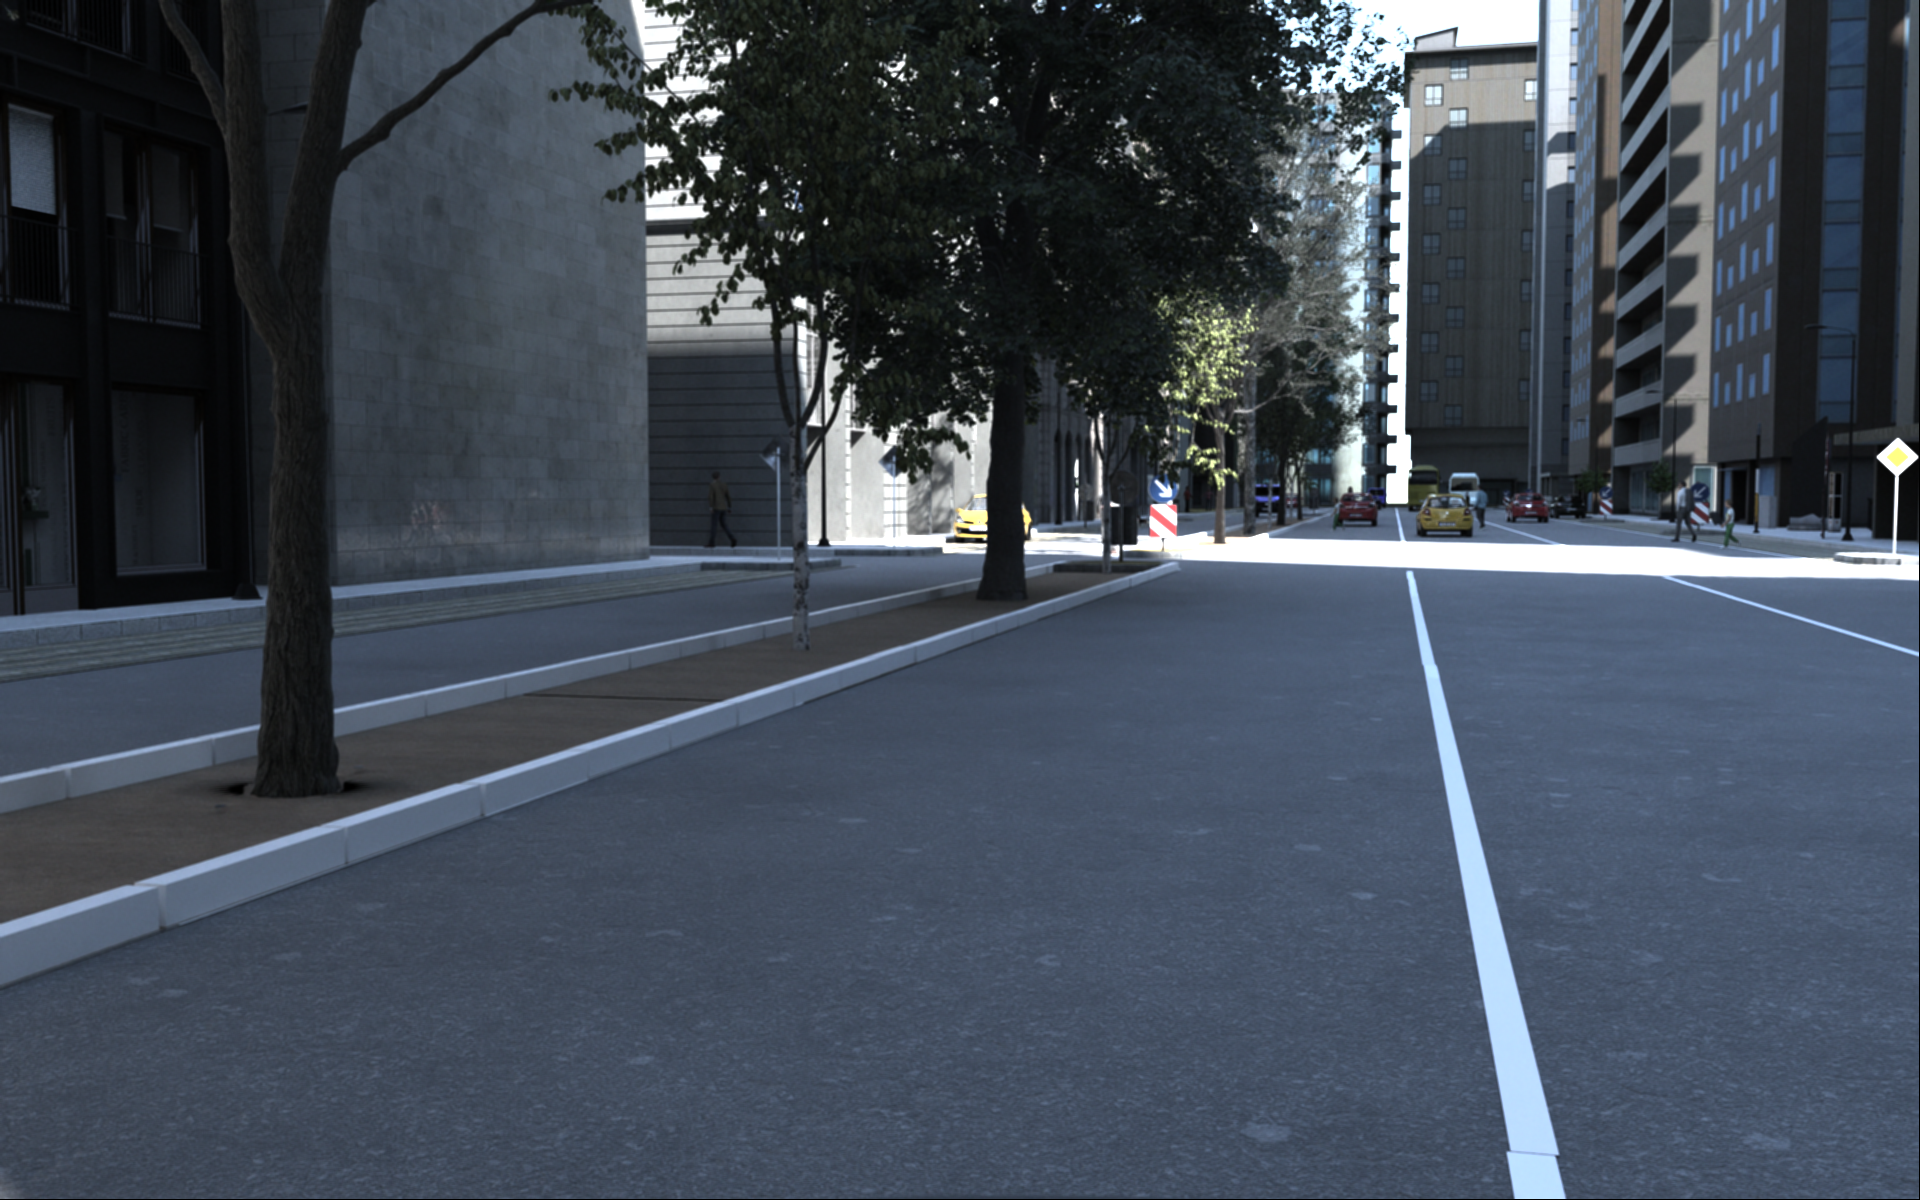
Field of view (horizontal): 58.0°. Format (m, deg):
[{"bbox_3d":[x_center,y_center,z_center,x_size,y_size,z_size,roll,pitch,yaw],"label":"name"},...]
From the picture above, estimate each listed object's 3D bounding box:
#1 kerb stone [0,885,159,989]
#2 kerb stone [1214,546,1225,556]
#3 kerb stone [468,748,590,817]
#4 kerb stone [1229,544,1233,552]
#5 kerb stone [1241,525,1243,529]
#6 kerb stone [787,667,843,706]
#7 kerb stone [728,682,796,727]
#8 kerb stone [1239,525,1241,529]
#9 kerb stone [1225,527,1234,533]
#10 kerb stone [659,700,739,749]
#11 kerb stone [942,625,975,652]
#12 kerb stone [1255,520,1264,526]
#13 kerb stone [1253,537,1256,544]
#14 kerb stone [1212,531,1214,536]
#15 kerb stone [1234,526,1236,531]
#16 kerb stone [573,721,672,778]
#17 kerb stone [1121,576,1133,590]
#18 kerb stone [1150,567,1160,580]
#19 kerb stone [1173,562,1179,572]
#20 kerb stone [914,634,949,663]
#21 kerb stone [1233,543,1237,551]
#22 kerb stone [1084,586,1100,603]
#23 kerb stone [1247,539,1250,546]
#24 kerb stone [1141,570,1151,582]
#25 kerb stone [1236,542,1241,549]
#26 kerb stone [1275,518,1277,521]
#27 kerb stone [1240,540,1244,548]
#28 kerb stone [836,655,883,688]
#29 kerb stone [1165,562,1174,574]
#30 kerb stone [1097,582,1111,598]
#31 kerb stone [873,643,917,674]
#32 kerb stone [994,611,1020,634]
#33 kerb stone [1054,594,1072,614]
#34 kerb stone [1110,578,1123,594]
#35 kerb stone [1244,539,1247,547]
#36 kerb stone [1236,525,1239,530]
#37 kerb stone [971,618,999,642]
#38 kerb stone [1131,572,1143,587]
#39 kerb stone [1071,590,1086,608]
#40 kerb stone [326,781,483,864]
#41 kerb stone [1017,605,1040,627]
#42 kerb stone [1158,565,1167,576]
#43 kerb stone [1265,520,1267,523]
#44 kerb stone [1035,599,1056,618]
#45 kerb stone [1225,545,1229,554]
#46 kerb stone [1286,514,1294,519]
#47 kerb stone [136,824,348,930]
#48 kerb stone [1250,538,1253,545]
[{"bbox_3d":[-2.795,1.040,5.185,0.120,0.150,1.000,1,4,14],"label":"kerb stone"},{"bbox_3d":[6.036,-1.117,40.482,0.120,0.150,1.000,1,4,14],"label":"kerb stone"},{"bbox_3d":[-2.037,0.858,8.173,0.120,0.150,1.000,1,4,14],"label":"kerb stone"},{"bbox_3d":[6.527,-1.240,42.474,0.120,0.150,1.000,1,4,14],"label":"kerb stone"},{"bbox_3d":[11.220,-2.915,69.864,0.120,0.150,1.000,1,4,14],"label":"kerb stone"},{"bbox_3d":[-1.048,0.614,12.150,0.120,0.150,1.000,1,4,14],"label":"kerb stone"},{"bbox_3d":[-1.298,0.675,11.159,0.120,0.150,1.000,1,4,14],"label":"kerb stone"},{"bbox_3d":[10.976,-2.855,68.868,0.120,0.150,1.000,1,4,14],"label":"kerb stone"},{"bbox_3d":[10.223,-2.672,65.888,0.120,0.150,1.000,1,4,14],"label":"kerb stone"},{"bbox_3d":[-1.550,0.736,10.168,0.120,0.150,1.000,1,4,14],"label":"kerb stone"},{"bbox_3d":[-0.060,0.371,16.124,0.120,0.150,1.000,1,4,14],"label":"kerb stone"},{"bbox_3d":[13.952,-3.584,80.807,0.120,0.150,1.000,1,4,14],"label":"kerb stone"},{"bbox_3d":[8.278,-1.663,49.438,0.120,0.150,1.000,1,4,14],"label":"kerb stone"},{"bbox_3d":[8.487,-2.243,58.915,0.120,0.150,1.000,1,4,14],"label":"kerb stone"},{"bbox_3d":[10.468,-2.727,66.885,0.120,0.150,1.000,1,4,14],"label":"kerb stone"},{"bbox_3d":[-1.797,0.797,9.175,0.120,0.150,1.000,1,4,14],"label":"kerb stone"},{"bbox_3d":[2.425,-0.233,26.065,0.120,0.150,1.000,1,4,14],"label":"kerb stone"},{"bbox_3d":[3.179,-0.413,29.048,0.120,0.150,1.000,1,4,14],"label":"kerb stone"},{"bbox_3d":[3.920,-0.601,32.026,0.120,0.150,1.000,1,4,14],"label":"kerb stone"},{"bbox_3d":[-0.300,0.432,15.129,0.120,0.150,1.000,1,4,14],"label":"kerb stone"},{"bbox_3d":[6.776,-1.300,43.469,0.120,0.150,1.000,1,4,14],"label":"kerb stone"},{"bbox_3d":[1.684,-0.054,23.080,0.120,0.150,1.000,1,4,14],"label":"kerb stone"},{"bbox_3d":[7.779,-1.543,47.453,0.120,0.150,1.000,1,4,14],"label":"kerb stone"},{"bbox_3d":[2.926,-0.358,28.056,0.120,0.150,1.000,1,4,14],"label":"kerb stone"},{"bbox_3d":[7.034,-1.359,44.459,0.120,0.150,1.000,1,4,14],"label":"kerb stone"},{"bbox_3d":[16.941,-4.315,92.743,0.120,0.150,1.000,1,4,14],"label":"kerb stone"},{"bbox_3d":[7.276,-1.421,45.453,0.120,0.150,1.000,1,4,14],"label":"kerb stone"},{"bbox_3d":[-0.804,0.555,13.142,0.120,0.150,1.000,1,4,14],"label":"kerb stone"},{"bbox_3d":[3.672,-0.540,31.034,0.120,0.150,1.000,1,4,14],"label":"kerb stone"},{"bbox_3d":[1.928,-0.115,24.077,0.120,0.150,1.000,1,4,14],"label":"kerb stone"},{"bbox_3d":[-0.563,0.493,14.140,0.120,0.150,1.000,1,4,14],"label":"kerb stone"},{"bbox_3d":[0.442,0.249,18.117,0.120,0.150,1.000,1,4,14],"label":"kerb stone"},{"bbox_3d":[1.186,0.067,21.094,0.120,0.150,1.000,1,4,14],"label":"kerb stone"},{"bbox_3d":[2.182,-0.176,25.072,0.120,0.150,1.000,1,4,14],"label":"kerb stone"},{"bbox_3d":[7.533,-1.483,46.451,0.120,0.150,1.000,1,4,14],"label":"kerb stone"},{"bbox_3d":[10.724,-2.794,67.875,0.120,0.150,1.000,1,4,14],"label":"kerb stone"},{"bbox_3d":[0.189,0.310,17.125,0.120,0.150,1.000,1,4,14],"label":"kerb stone"},{"bbox_3d":[2.684,-0.295,27.062,0.120,0.150,1.000,1,4,14],"label":"kerb stone"},{"bbox_3d":[1.434,0.007,22.085,0.120,0.150,1.000,1,4,14],"label":"kerb stone"},{"bbox_3d":[-2.297,0.918,7.178,0.120,0.150,1.000,1,4,14],"label":"kerb stone"},{"bbox_3d":[0.697,0.189,19.109,0.120,0.150,1.000,1,4,14],"label":"kerb stone"},{"bbox_3d":[3.422,-0.480,30.040,0.120,0.150,1.000,1,4,14],"label":"kerb stone"},{"bbox_3d":[14.445,-3.706,82.795,0.120,0.150,1.000,1,4,14],"label":"kerb stone"},{"bbox_3d":[0.930,0.128,20.104,0.120,0.150,1.000,1,4,14],"label":"kerb stone"},{"bbox_3d":[6.283,-1.179,41.478,0.120,0.150,1.000,1,4,14],"label":"kerb stone"},{"bbox_3d":[19.929,-5.045,104.687,0.120,0.150,1.000,1,4,14],"label":"kerb stone"},{"bbox_3d":[-2.544,0.979,6.187,0.120,0.150,1.000,1,4,14],"label":"kerb stone"},{"bbox_3d":[8.029,-1.606,48.446,0.120,0.150,1.000,1,4,14],"label":"kerb stone"}]
